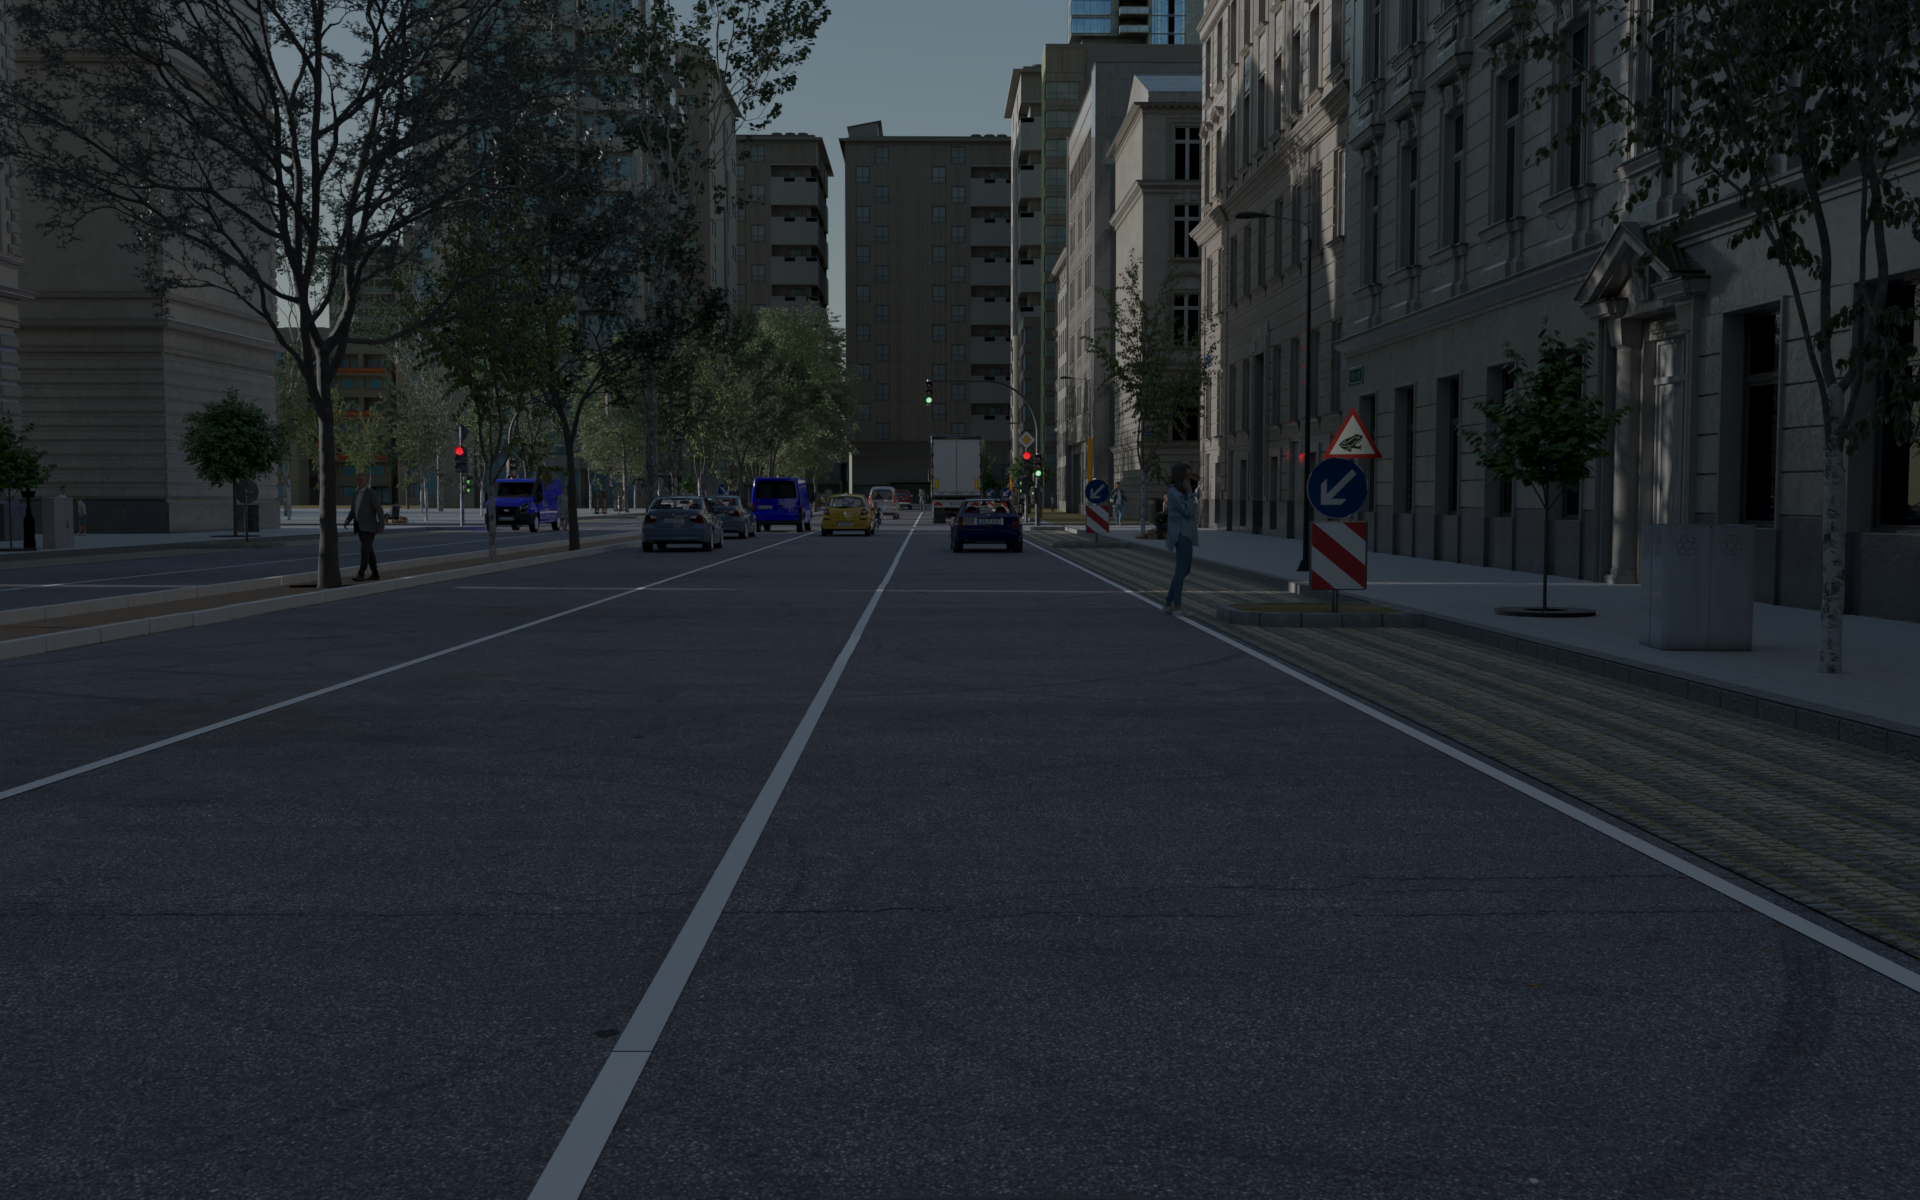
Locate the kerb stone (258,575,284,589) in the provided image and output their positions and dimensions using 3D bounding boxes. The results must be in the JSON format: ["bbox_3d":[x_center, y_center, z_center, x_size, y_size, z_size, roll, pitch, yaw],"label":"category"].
[{"bbox_3d":[-10.582,-0.254,26.370,0.120,0.150,1.000,0,4,-1],"label":"kerb stone"}]

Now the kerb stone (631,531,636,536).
[{"bbox_3d":[-11.106,-2.192,58.123,0.120,0.150,1.000,0,4,-1],"label":"kerb stone"}]

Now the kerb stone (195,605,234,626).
[{"bbox_3d":[-8.356,0.186,19.242,0.120,0.150,1.000,0,4,-1],"label":"kerb stone"}]

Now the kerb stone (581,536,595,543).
[{"bbox_3d":[-10.985,-1.754,50.956,0.120,0.150,1.000,0,4,-1],"label":"kerb stone"}]

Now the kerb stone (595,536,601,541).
[{"bbox_3d":[-10.998,-1.822,51.982,0.120,0.150,1.000,0,4,-1],"label":"kerb stone"}]

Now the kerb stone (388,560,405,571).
[{"bbox_3d":[-10.680,-0.632,32.527,0.120,0.150,1.000,0,4,-1],"label":"kerb stone"}]

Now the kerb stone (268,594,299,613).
[{"bbox_3d":[-8.402,0.055,21.296,0.120,0.150,1.000,0,4,-1],"label":"kerb stone"}]

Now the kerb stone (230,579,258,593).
[{"bbox_3d":[-10.565,-0.193,25.348,0.120,0.150,1.000,0,4,-1],"label":"kerb stone"}]

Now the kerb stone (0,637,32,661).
[{"bbox_3d":[-8.299,0.433,15.119,0.120,0.150,1.000,0,4,-1],"label":"kerb stone"}]

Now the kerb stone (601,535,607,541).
[{"bbox_3d":[-11.025,-1.884,53.010,0.120,0.150,1.000,0,4,-1],"label":"kerb stone"}]

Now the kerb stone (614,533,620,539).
[{"bbox_3d":[-11.052,-2.006,55.054,0.120,0.150,1.000,0,4,-1],"label":"kerb stone"}]

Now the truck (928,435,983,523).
[{"bbox_3d":[-0.225,-6.046,87.769,2.839,4.237,11.283,0,4,-1],"label":"truck"}]

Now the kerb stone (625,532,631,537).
[{"bbox_3d":[-11.089,-2.128,57.101,0.120,0.150,1.000,0,4,-1],"label":"kerb stone"}]

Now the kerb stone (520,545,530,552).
[{"bbox_3d":[-10.854,-1.255,42.755,0.120,0.150,1.000,0,4,-1],"label":"kerb stone"}]

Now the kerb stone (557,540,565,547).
[{"bbox_3d":[-10.923,-1.508,46.852,0.120,0.150,1.000,0,4,-1],"label":"kerb stone"}]

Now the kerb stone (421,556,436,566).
[{"bbox_3d":[-10.716,-0.757,34.571,0.120,0.150,1.000,0,4,-1],"label":"kerb stone"}]

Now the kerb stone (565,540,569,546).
[{"bbox_3d":[-10.934,-1.569,47.878,0.120,0.150,1.000,0,4,-1],"label":"kerb stone"}]

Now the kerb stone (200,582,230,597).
[{"bbox_3d":[-10.551,-0.130,24.324,0.120,0.150,1.000,0,4,-1],"label":"kerb stone"}]

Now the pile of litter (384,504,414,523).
[{"bbox_3d":[-24.844,-3.813,76.311,1.719,0.858,1.176,0,4,-6],"label":"pile of litter"}]

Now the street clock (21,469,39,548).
[{"bbox_3d":[-21.753,-2.194,40.443,0.471,2.002,0.358,1,4,15],"label":"street clock"}]

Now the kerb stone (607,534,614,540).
[{"bbox_3d":[-11.037,-1.947,54.032,0.120,0.150,1.000,0,4,-1],"label":"kerb stone"}]

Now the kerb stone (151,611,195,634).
[{"bbox_3d":[-8.350,0.243,18.219,0.120,0.150,1.000,0,4,-1],"label":"kerb stone"}]

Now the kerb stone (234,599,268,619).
[{"bbox_3d":[-8.379,0.117,20.275,0.120,0.150,1.000,0,4,-1],"label":"kerb stone"}]

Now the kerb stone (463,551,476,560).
[{"bbox_3d":[-10.766,-0.944,37.641,0.120,0.150,1.000,0,4,-1],"label":"kerb stone"}]

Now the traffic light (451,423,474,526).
[{"bbox_3d":[-19.783,-4.888,68.841,0.839,4.253,0.868,0,4,-1],"label":"traffic light"}]

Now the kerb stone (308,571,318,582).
[{"bbox_3d":[-10.614,-0.381,28.423,0.120,0.150,1.000,0,4,-1],"label":"kerb stone"}]

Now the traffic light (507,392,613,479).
[{"bbox_3d":[-17.824,-6.252,76.894,4.771,5.953,1.251,0,4,-1],"label":"traffic light"}]

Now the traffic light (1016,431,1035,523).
[{"bbox_3d":[2.944,-5.400,77.214,0.839,4.253,0.868,0,4,-1],"label":"traffic light"}]

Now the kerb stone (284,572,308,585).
[{"bbox_3d":[-10.601,-0.318,27.396,0.120,0.150,1.000,0,4,-1],"label":"kerb stone"}]

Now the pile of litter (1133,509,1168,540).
[{"bbox_3d":[5.527,-2.160,49.281,1.176,0.858,1.719,1,4,11],"label":"pile of litter"}]

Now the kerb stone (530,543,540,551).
[{"bbox_3d":[-10.866,-1.320,43.777,0.120,0.150,1.000,0,4,-1],"label":"kerb stone"}]

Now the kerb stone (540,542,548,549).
[{"bbox_3d":[-10.889,-1.381,44.808,0.120,0.150,1.000,0,4,-1],"label":"kerb stone"}]

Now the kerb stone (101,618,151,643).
[{"bbox_3d":[-8.335,0.307,17.183,0.120,0.150,1.000,0,4,-1],"label":"kerb stone"}]

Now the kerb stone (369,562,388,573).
[{"bbox_3d":[-10.659,-0.569,31.497,0.120,0.150,1.000,0,4,-1],"label":"kerb stone"}]

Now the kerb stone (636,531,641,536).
[{"bbox_3d":[-11.124,-2.260,59.146,0.120,0.150,1.000,0,4,-1],"label":"kerb stone"}]

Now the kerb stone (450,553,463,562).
[{"bbox_3d":[-10.749,-0.882,36.619,0.120,0.150,1.000,0,4,-1],"label":"kerb stone"}]

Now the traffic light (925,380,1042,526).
[{"bbox_3d":[0.985,-5.773,69.054,4.771,5.953,1.251,0,4,-1],"label":"traffic light"}]

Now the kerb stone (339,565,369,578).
[{"bbox_3d":[-10.662,-0.506,30.466,0.120,0.150,1.000,0,4,-1],"label":"kerb stone"}]

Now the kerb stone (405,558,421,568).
[{"bbox_3d":[-10.693,-0.694,33.549,0.120,0.150,1.000,0,4,-1],"label":"kerb stone"}]

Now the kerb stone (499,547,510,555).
[{"bbox_3d":[-10.819,-1.132,40.706,0.120,0.150,1.000,0,4,-1],"label":"kerb stone"}]

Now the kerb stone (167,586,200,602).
[{"bbox_3d":[-10.540,-0.068,23.302,0.120,0.150,1.000,0,4,-1],"label":"kerb stone"}]

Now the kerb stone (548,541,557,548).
[{"bbox_3d":[-10.902,-1.446,45.830,0.120,0.150,1.000,0,4,-1],"label":"kerb stone"}]

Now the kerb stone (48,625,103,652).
[{"bbox_3d":[-8.318,0.370,16.146,0.120,0.150,1.000,0,4,-1],"label":"kerb stone"}]

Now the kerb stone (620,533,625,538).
[{"bbox_3d":[-11.076,-2.072,56.075,0.120,0.150,1.000,0,4,-1],"label":"kerb stone"}]

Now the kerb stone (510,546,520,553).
[{"bbox_3d":[-10.837,-1.195,41.733,0.120,0.150,1.000,0,4,-1],"label":"kerb stone"}]

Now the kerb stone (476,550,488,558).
[{"bbox_3d":[-10.786,-1.007,38.662,0.120,0.150,1.000,0,4,-1],"label":"kerb stone"}]

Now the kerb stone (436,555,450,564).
[{"bbox_3d":[-10.736,-0.820,35.597,0.120,0.150,1.000,0,4,-1],"label":"kerb stone"}]

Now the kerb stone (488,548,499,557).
[{"bbox_3d":[-10.807,-1.069,39.684,0.120,0.150,1.000,0,4,-1],"label":"kerb stone"}]
